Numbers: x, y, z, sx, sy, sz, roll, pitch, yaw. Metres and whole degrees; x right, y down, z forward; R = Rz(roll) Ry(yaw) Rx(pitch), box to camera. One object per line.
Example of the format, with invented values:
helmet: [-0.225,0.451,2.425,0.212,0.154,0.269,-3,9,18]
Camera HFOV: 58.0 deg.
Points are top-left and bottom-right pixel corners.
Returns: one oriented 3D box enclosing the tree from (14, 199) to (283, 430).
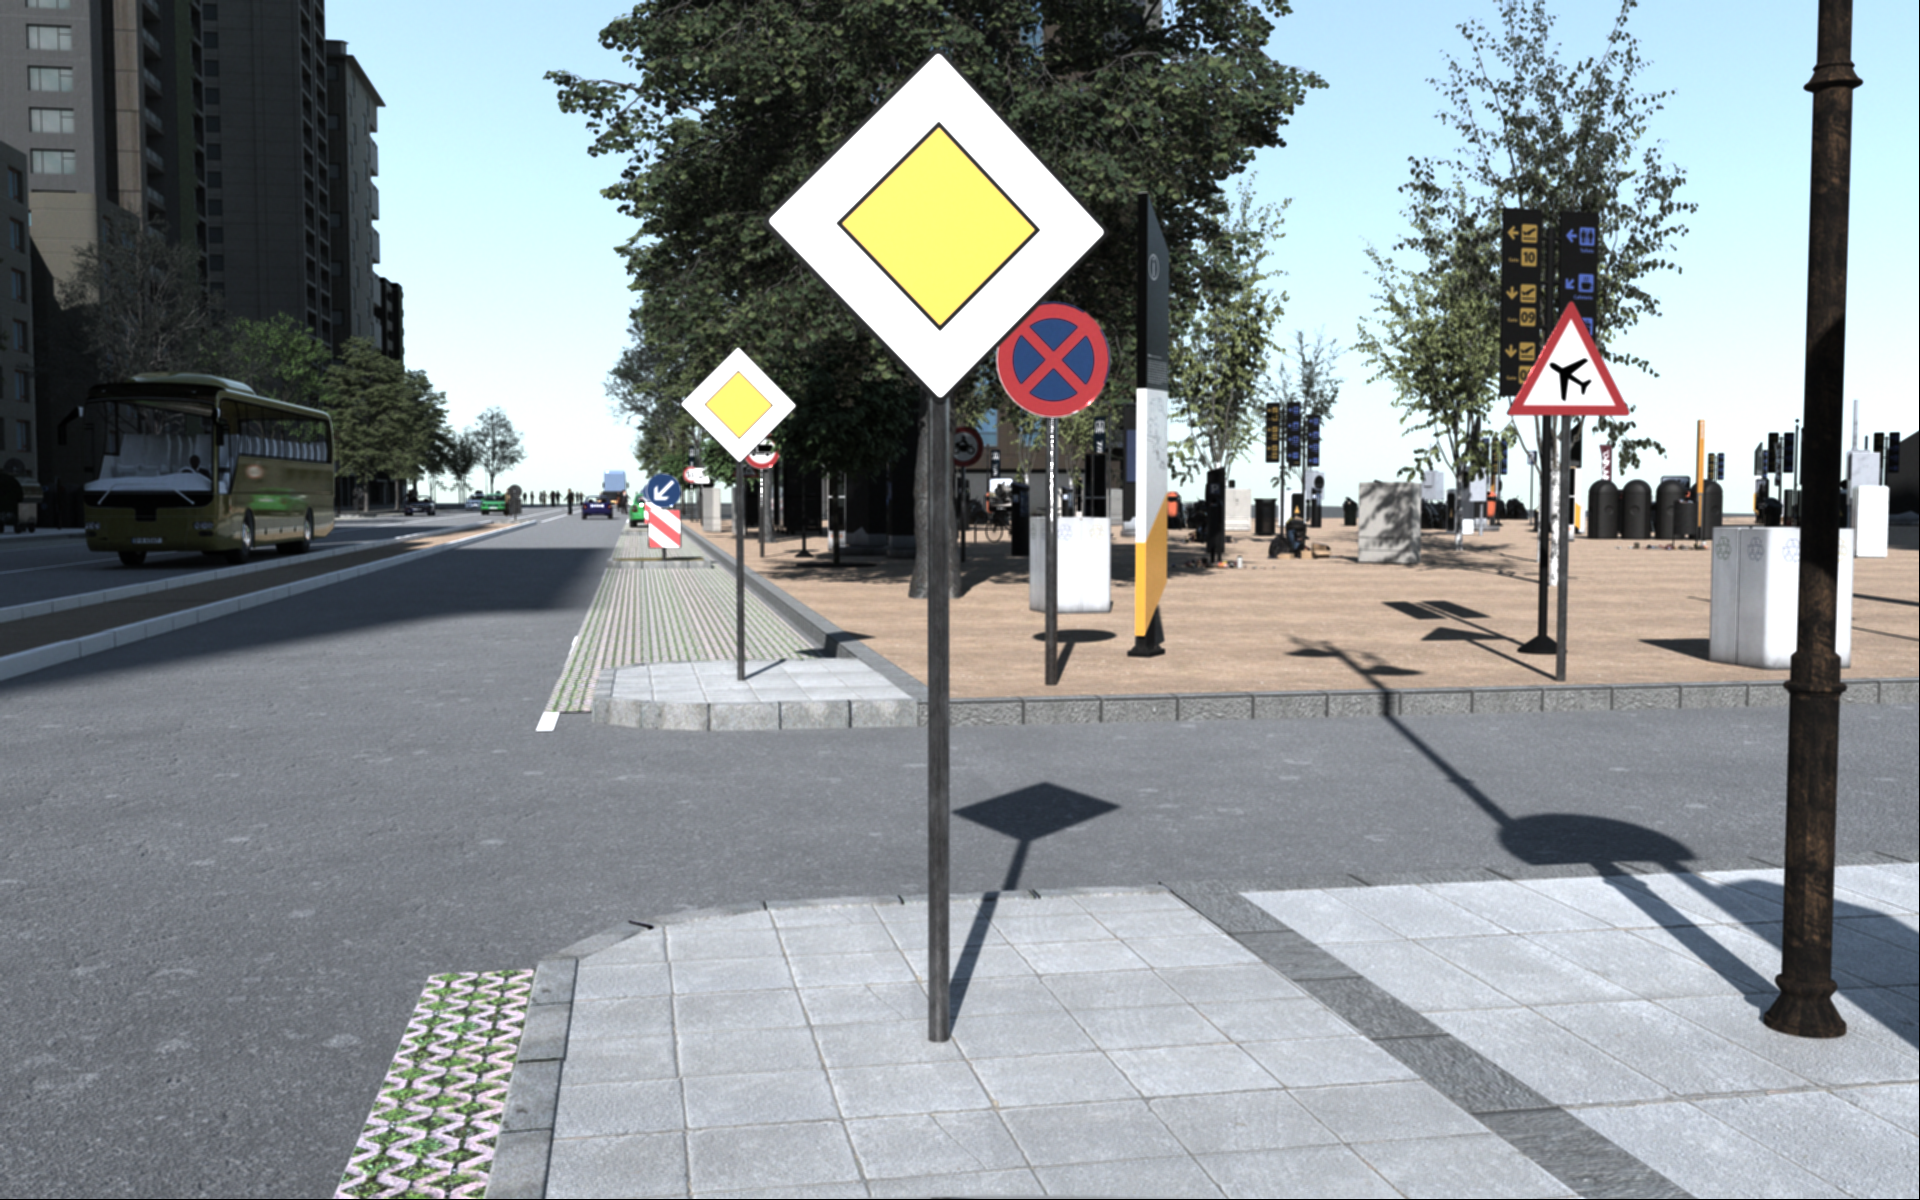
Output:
tree: [-34.214,-9.954,73.121,12.009,13.543,11.850,0,3,0]

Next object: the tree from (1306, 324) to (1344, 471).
tree: [14.706,-7.610,74.785,4.360,8.622,3.978,0,3,0]

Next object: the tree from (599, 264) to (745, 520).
tree: [-12.978,-10.807,87.058,12.009,13.543,11.850,0,3,0]

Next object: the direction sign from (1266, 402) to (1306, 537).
direction sign: [7.965,-3.105,42.762,0.876,3.537,0.379,2,4,31]

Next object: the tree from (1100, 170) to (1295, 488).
tree: [5.849,-5.480,39.952,4.737,8.622,4.395,0,3,0]

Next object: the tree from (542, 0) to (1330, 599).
tree: [-0.193,-7.005,21.180,9.857,13.997,8.962,0,3,0]

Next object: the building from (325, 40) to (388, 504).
building: [-83.859,-37.618,204.285,28.713,52.752,27.495,-1,4,-10]

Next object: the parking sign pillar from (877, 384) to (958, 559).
parking sign pillar: [-0.771,-2.830,34.746,1.447,3.967,1.447,-1,4,-13]

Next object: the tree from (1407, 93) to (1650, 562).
tree: [10.967,-5.033,32.650,4.737,8.622,4.395,0,3,0]

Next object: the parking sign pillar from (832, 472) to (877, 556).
parking sign pillar: [-1.990,-2.940,36.548,1.447,3.967,1.447,-2,4,-26]

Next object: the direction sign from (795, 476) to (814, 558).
direction sign: [-3.167,-2.636,35.091,0.379,3.537,0.876,1,4,13]

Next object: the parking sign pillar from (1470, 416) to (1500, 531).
parking sign pillar: [18.051,-4.390,60.242,1.447,3.967,1.447,0,4,8]

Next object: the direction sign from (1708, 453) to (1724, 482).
direction sign: [41.713,-6.339,95.637,0.379,3.537,0.876,-3,5,-43]

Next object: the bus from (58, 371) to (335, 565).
bus: [-16.318,-2.863,38.365,2.896,3.916,12.252,-1,4,-10]

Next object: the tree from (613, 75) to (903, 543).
tree: [-5.108,-7.756,44.936,7.486,12.596,7.792,0,3,0]

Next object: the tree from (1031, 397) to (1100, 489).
tree: [5.304,-7.876,79.132,4.737,8.622,4.395,0,3,0]

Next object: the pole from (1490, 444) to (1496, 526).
pole: [21.629,-4.673,70.250,0.158,3.312,0.155,0,3,0]

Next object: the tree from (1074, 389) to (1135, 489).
tree: [6.871,-8.281,85.753,4.360,8.622,3.978,0,3,0]

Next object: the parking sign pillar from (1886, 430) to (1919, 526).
parking sign pillar: [38.396,-5.014,70.453,1.447,3.967,1.447,1,4,17]

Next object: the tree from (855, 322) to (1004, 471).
tree: [-0.777,-6.426,55.430,4.360,8.622,3.978,0,3,0]

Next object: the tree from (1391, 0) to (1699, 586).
tree: [8.183,-4.491,23.798,4.360,8.622,3.978,0,3,0]

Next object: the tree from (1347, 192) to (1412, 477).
tree: [11.130,-5.423,39.033,4.737,8.622,4.395,0,3,0]

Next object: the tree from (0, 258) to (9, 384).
tree: [-29.104,-6.049,49.272,4.737,8.622,4.395,0,3,0]

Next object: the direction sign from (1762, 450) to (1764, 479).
direction sign: [40.963,-5.906,88.563,0.876,3.537,0.379,-2,4,-29]

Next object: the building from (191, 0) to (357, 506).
building: [-75.121,-45.414,180.763,20.563,71.187,20.611,-1,4,-10]

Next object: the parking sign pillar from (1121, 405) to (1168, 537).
parking sign pillar: [5.596,-3.913,52.443,1.447,3.967,1.447,0,4,0]

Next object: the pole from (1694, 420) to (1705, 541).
pole: [20.335,-3.288,47.608,0.158,3.312,0.155,0,3,0]

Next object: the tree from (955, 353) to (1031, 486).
tree: [-0.077,-7.850,78.704,4.737,8.622,4.395,0,3,0]

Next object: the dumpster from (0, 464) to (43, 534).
dumpster: [-31.090,-3.310,56.605,1.502,2.255,1.985,-1,4,-10]

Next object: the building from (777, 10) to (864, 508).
building: [-14.728,-46.940,205.720,20.563,71.187,20.611,-1,4,-10]

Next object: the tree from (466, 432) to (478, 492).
tree: [-58.537,-15.465,203.210,4.737,8.622,4.395,0,3,0]

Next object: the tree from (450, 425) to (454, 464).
tree: [-47.728,-13.941,146.064,7.486,12.596,7.792,0,3,0]

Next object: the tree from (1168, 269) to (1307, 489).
tree: [8.567,-6.539,57.277,4.360,8.622,3.978,0,3,0]

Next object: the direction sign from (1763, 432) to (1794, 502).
direction sign: [30.207,-4.391,63.793,0.876,3.537,0.379,1,4,13]

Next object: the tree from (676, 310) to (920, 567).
tree: [-2.138,-2.885,30.878,4.285,4.588,4.351,0,3,0]

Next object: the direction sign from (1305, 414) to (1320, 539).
direction sign: [9.751,-3.495,49.142,0.876,3.537,0.379,0,4,-2]

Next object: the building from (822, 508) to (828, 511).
building: [-1.940,-43.070,142.440,20.563,71.187,20.611,-1,4,-10]

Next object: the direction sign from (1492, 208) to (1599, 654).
direction sign: [4.718,-1.341,13.928,0.876,3.537,0.379,-1,4,-17]

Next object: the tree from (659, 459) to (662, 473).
tree: [-18.939,-8.222,118.145,4.285,4.588,4.351,0,3,0]

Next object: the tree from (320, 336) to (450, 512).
tree: [-42.502,-12.621,124.472,7.486,12.596,7.792,0,3,0]

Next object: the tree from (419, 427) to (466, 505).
tree: [-51.754,-13.418,169.745,4.737,8.622,4.395,0,3,0]

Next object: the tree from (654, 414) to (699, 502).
tree: [-24.215,-12.178,149.479,4.737,8.622,4.395,0,3,0]

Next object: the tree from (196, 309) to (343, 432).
tree: [-39.102,-10.585,98.818,9.928,11.665,9.643,0,3,0]

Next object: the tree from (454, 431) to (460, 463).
tree: [-49.313,-14.597,156.790,7.486,12.596,7.792,0,3,0]

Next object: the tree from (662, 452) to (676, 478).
tree: [-8.326,-4.976,65.074,4.285,4.588,4.351,0,3,0]

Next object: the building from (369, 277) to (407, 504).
building: [-80.812,-27.825,226.645,14.160,30.474,14.107,-1,4,-10]

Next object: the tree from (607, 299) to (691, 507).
tree: [-30.052,-19.271,170.971,12.611,20.169,13.585,0,3,0]

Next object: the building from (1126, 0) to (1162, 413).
building: [1.396,-41.815,121.929,20.563,71.187,20.611,-1,4,-10]

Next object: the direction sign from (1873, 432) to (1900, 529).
direction sign: [33.958,-4.377,63.554,0.379,3.537,0.876,-3,5,-44]

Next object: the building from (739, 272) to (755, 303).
building: [-18.528,-35.305,231.858,22.147,44.769,28.867,-1,4,-10]

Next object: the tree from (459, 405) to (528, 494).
tree: [-63.708,-19.896,235.662,12.009,13.543,11.850,0,3,0]
